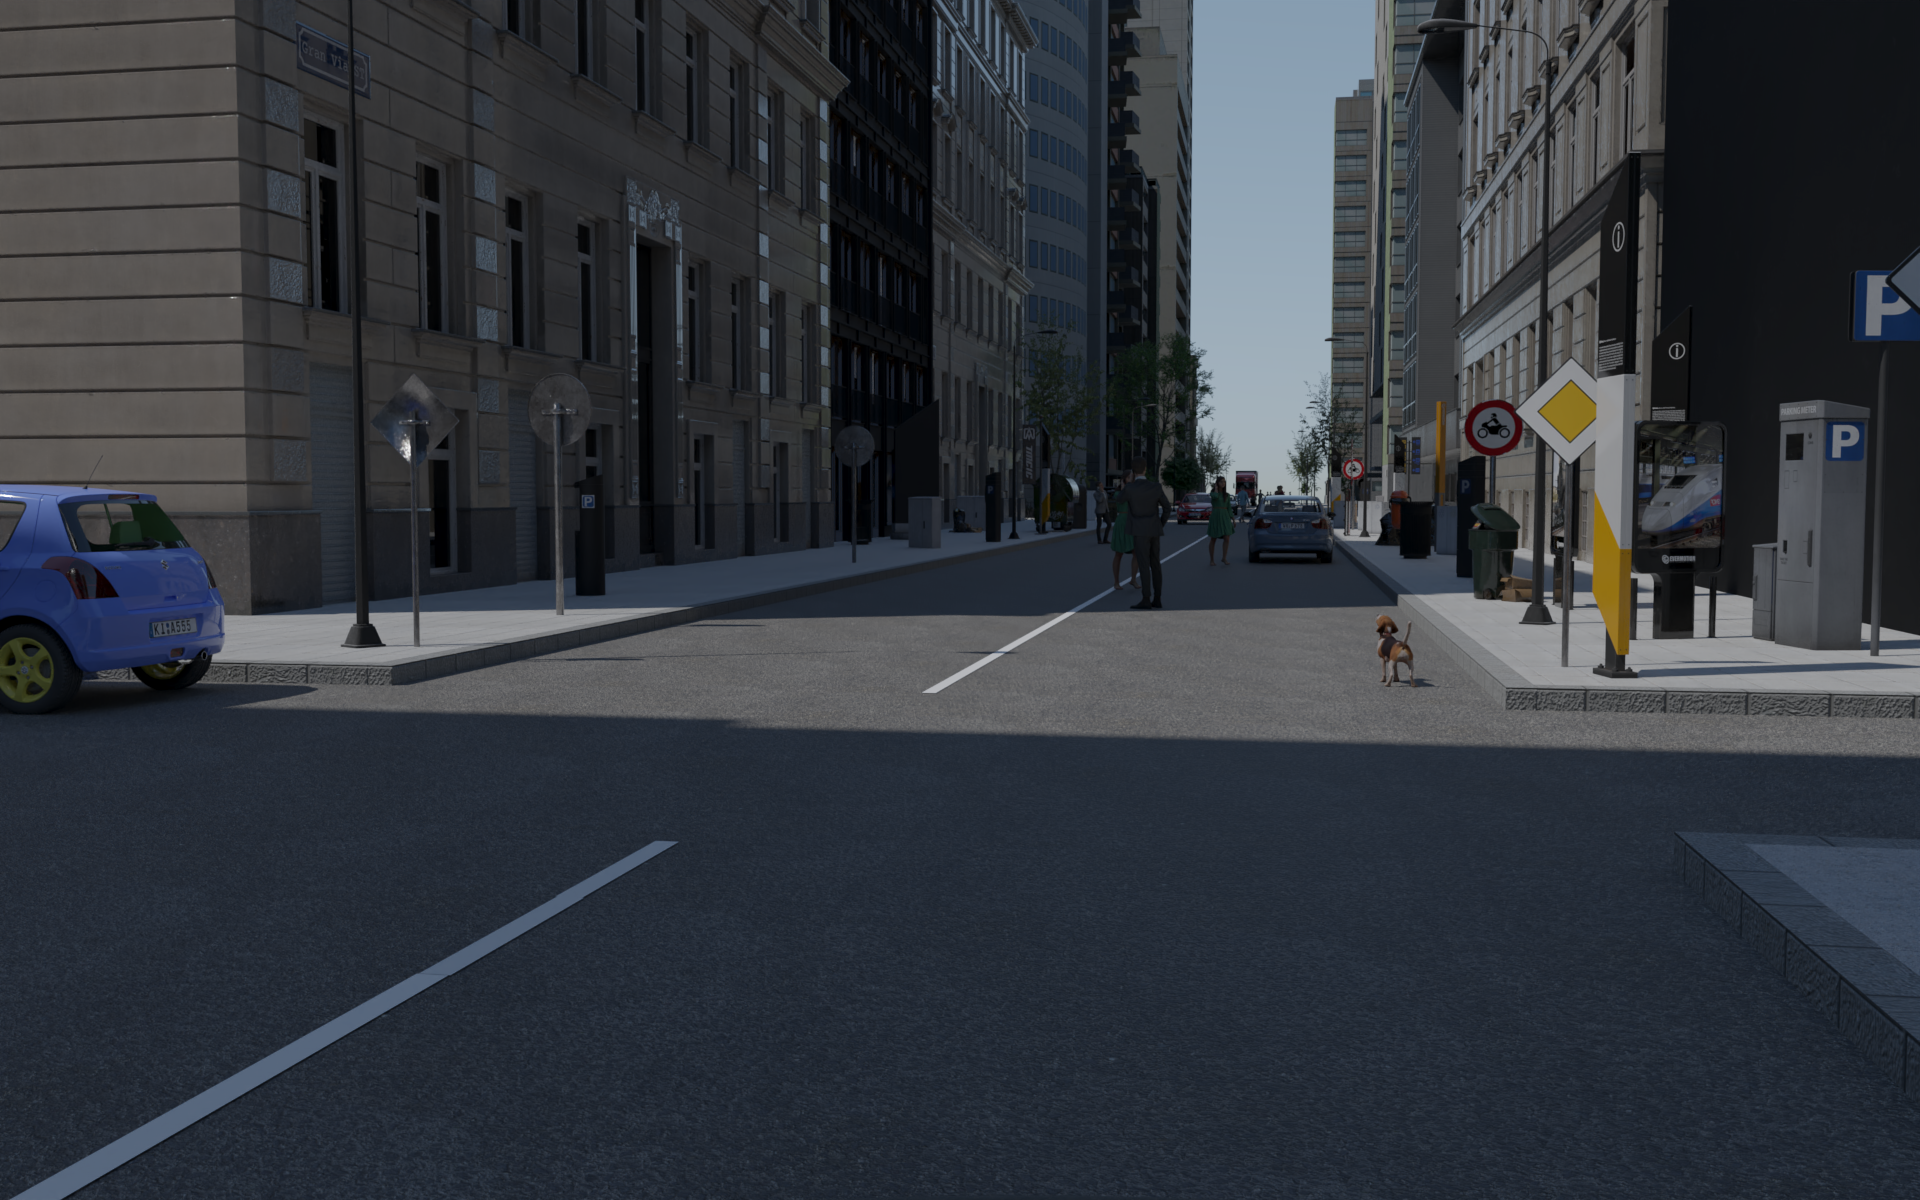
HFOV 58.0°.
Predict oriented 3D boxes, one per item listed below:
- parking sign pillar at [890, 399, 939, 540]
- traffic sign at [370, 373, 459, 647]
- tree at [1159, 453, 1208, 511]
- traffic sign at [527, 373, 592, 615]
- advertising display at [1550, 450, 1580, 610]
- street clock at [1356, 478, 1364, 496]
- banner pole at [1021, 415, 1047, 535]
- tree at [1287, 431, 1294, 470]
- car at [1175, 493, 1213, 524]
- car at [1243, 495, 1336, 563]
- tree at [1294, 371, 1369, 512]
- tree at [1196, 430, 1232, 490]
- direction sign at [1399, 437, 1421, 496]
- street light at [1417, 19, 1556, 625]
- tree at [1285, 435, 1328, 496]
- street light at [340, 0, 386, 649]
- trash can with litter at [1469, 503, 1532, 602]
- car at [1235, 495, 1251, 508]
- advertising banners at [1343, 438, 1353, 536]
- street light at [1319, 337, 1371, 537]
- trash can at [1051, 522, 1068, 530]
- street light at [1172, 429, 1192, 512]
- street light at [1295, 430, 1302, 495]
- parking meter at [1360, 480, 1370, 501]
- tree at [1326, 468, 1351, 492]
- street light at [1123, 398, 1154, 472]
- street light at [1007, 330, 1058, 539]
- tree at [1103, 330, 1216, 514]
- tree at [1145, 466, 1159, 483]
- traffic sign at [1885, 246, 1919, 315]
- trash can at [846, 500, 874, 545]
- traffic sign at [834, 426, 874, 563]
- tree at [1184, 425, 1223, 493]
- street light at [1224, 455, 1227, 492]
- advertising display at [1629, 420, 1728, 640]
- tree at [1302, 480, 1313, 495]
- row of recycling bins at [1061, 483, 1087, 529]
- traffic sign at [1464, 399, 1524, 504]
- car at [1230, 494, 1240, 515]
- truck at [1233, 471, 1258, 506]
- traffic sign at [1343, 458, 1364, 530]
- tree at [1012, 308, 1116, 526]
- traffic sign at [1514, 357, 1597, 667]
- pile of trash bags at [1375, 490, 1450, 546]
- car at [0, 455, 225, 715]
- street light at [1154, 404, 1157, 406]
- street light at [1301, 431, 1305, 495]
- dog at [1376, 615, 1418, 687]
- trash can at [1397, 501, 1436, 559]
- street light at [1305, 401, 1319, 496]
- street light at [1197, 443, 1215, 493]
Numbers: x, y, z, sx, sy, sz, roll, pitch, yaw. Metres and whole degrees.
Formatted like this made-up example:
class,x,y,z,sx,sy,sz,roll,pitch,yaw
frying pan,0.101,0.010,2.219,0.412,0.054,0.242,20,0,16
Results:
class,x,y,z,sx,sy,sz,roll,pitch,yaw
parking sign pillar,-1.264,-3.704,49.027,1.447,3.967,1.447,-1,4,-16
traffic sign,-4.554,-0.662,14.471,0.795,2.450,0.064,1,4,10
tree,19.859,-10.207,150.605,4.285,4.588,4.351,0,3,0
traffic sign,-4.239,-1.111,18.279,0.768,2.556,0.104,1,4,18
advertising display,6.822,-0.877,19.545,0.123,1.923,0.974,0,4,8
street clock,18.264,-4.536,78.736,0.471,2.002,0.358,-1,4,-9
banner pole,2.337,-3.960,54.760,0.863,3.779,0.401,-1,4,-17
tree,36.803,-14.286,183.934,4.360,8.622,3.978,0,3,0
car,11.406,-4.509,82.755,2.155,1.783,4.494,1,4,12
car,7.111,-1.552,37.385,2.014,1.417,4.499,1,4,10
tree,22.194,-9.346,103.176,4.360,8.622,3.978,0,3,0
tree,29.312,-15.249,199.691,4.737,8.622,4.395,0,3,0
direction sign,17.839,-4.700,68.847,0.876,3.537,0.379,1,4,20
street light,5.171,-2.721,17.030,1.470,5.913,1.316,1,4,10
tree,44.361,-16.757,224.342,4.737,8.622,4.395,0,3,0
street light,-4.486,-2.553,14.276,1.470,5.913,1.316,1,4,10
trash can with litter,6.643,-0.584,20.936,0.624,1.170,1.055,-1,4,-22
car,29.184,-10.247,179.893,2.083,1.381,4.827,1,4,10
advertising banners,12.052,-3.515,53.659,0.090,3.025,2.074,1,4,19
street light,11.493,-4.823,51.390,1.470,5.913,1.316,1,4,10
trash can,3.533,-3.035,61.270,0.748,1.137,0.748,0,3,0
street light,15.893,-9.270,124.105,1.470,5.913,1.316,1,4,10
street light,25.340,-9.411,126.416,1.470,5.913,1.316,1,4,10
parking meter,16.873,-4.067,72.207,0.399,1.863,0.255,1,4,9
tree,23.718,-7.013,109.271,1.663,3.219,1.824,0,3,0
street light,8.457,-6.797,83.669,1.470,5.913,1.316,1,4,10
street light,2.071,-4.685,49.134,1.470,5.913,1.316,1,4,10
tree,12.602,-11.242,109.570,9.928,11.665,9.643,0,3,0
tree,10.980,-6.706,104.243,1.663,3.219,1.824,0,3,0
traffic sign,3.029,-0.079,4.931,0.795,2.450,0.064,1,4,10
trash can,-2.540,-1.973,43.911,0.748,1.137,0.748,0,3,0
traffic sign,-1.977,-1.967,32.272,0.768,2.556,0.104,1,4,11
tree,27.012,-14.668,190.176,4.360,8.622,3.978,0,3,0
street light,31.325,-14.373,207.545,1.470,5.913,1.316,1,4,10
advertising display,6.326,-0.617,15.306,0.974,1.923,0.123,-1,4,-18
tree,43.265,-13.635,217.535,1.663,3.219,1.824,0,3,0
row of recycling bins,4.316,-3.559,65.310,1.069,1.692,3.534,0,4,1
traffic sign,7.174,-1.421,23.337,0.768,2.556,0.104,1,4,17
car,18.076,-6.623,118.080,2.009,1.686,4.222,1,4,9
truck,34.511,-13.436,208.599,2.839,4.237,11.283,1,4,11
traffic sign,14.089,-3.788,62.038,0.768,2.556,0.104,1,4,15
tree,3.876,-7.219,68.399,4.737,8.622,4.395,0,3,0
traffic sign,4.483,-0.559,12.783,0.795,2.450,0.064,1,4,10
pile of trash bags,11.221,-2.034,43.013,1.912,1.369,3.447,2,4,25
car,-7.189,-0.159,12.199,3.694,1.707,1.945,1,4,9
street light,9.487,-7.161,89.629,1.470,5.913,1.316,1,4,10
street light,19.039,-7.306,91.989,1.470,5.913,1.316,1,4,10
dog,3.262,0.383,13.024,0.406,0.507,0.540,-3,5,-43
trash can,9.042,-1.390,34.372,0.748,1.137,0.748,0,3,0
street light,18.097,-6.961,86.355,1.470,5.913,1.316,1,4,10
street light,22.334,-11.370,158.443,1.470,5.913,1.316,1,4,10
